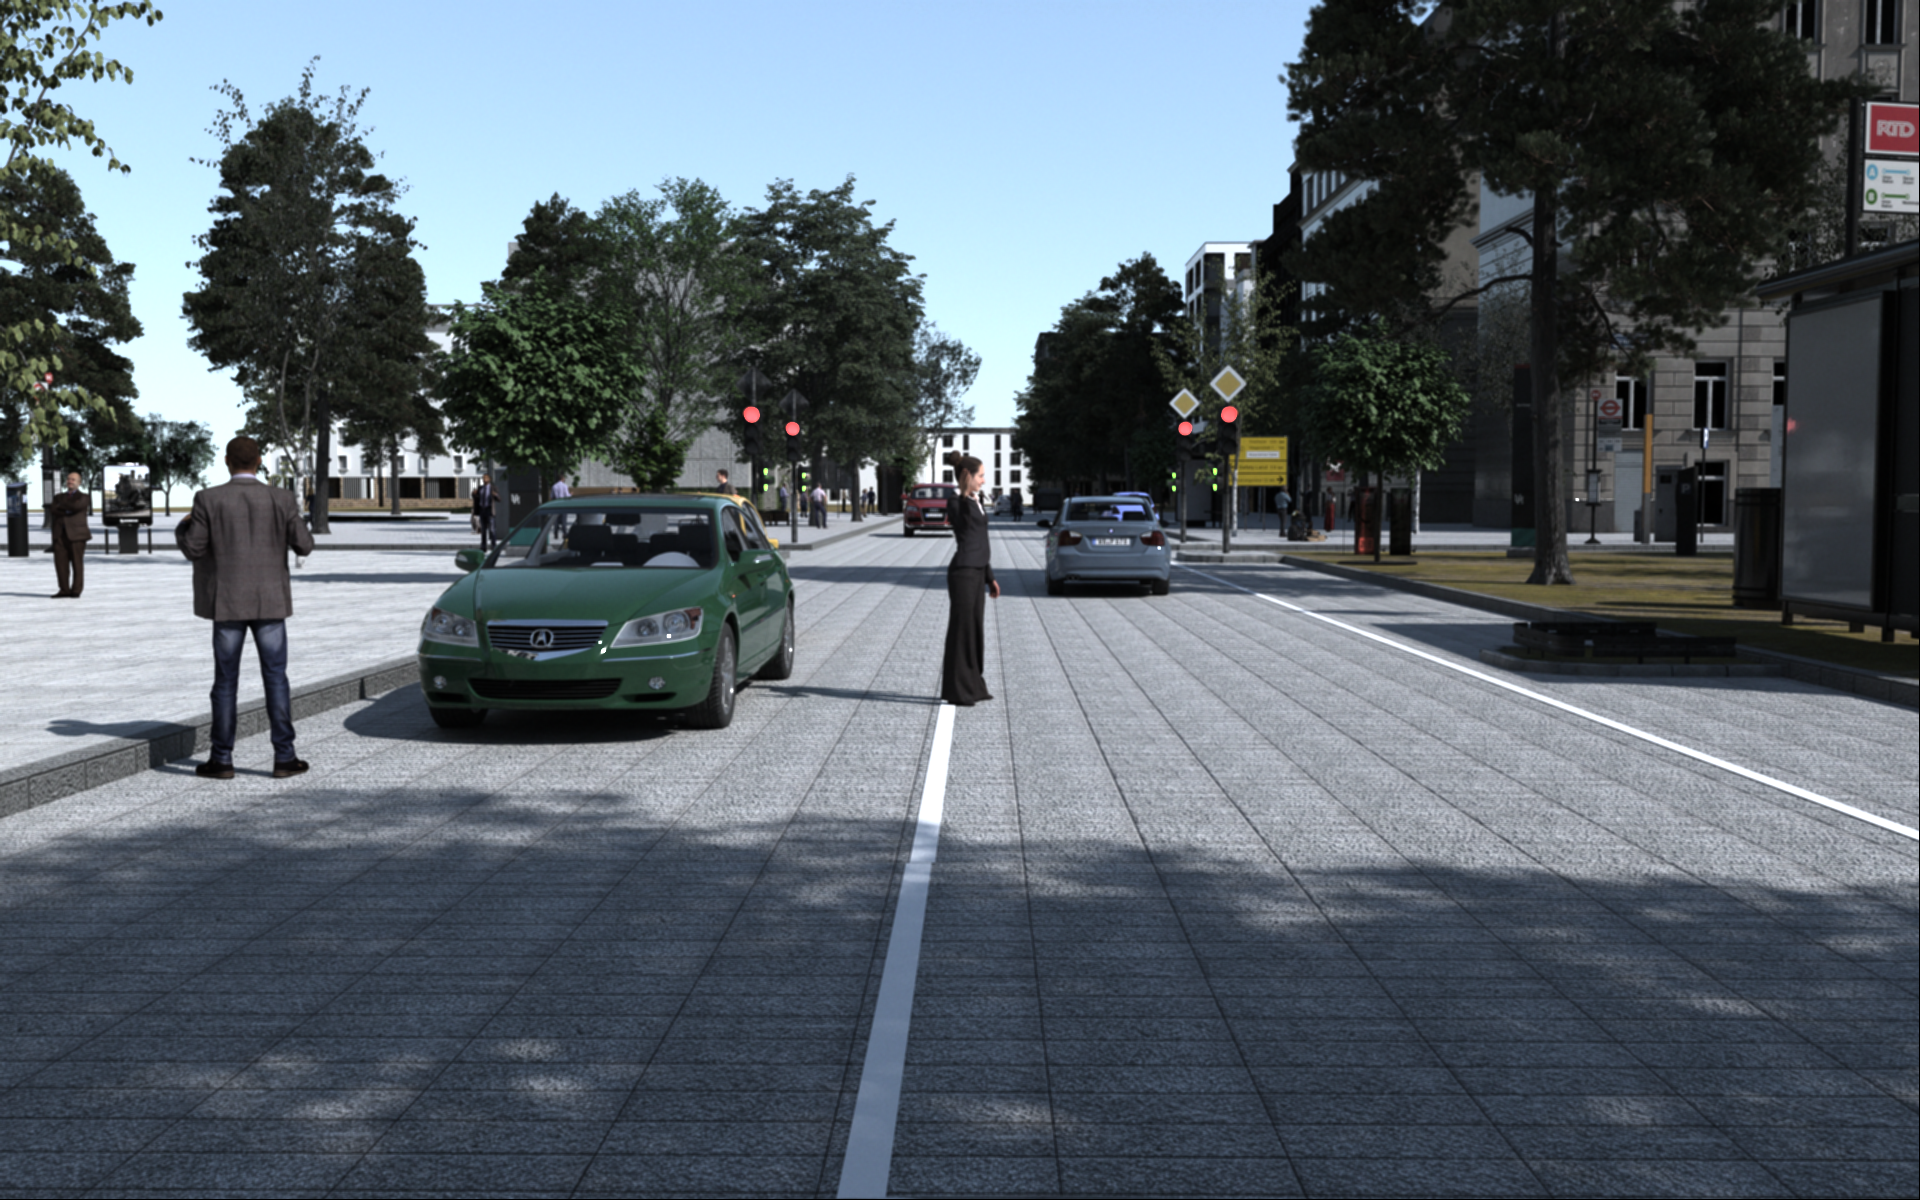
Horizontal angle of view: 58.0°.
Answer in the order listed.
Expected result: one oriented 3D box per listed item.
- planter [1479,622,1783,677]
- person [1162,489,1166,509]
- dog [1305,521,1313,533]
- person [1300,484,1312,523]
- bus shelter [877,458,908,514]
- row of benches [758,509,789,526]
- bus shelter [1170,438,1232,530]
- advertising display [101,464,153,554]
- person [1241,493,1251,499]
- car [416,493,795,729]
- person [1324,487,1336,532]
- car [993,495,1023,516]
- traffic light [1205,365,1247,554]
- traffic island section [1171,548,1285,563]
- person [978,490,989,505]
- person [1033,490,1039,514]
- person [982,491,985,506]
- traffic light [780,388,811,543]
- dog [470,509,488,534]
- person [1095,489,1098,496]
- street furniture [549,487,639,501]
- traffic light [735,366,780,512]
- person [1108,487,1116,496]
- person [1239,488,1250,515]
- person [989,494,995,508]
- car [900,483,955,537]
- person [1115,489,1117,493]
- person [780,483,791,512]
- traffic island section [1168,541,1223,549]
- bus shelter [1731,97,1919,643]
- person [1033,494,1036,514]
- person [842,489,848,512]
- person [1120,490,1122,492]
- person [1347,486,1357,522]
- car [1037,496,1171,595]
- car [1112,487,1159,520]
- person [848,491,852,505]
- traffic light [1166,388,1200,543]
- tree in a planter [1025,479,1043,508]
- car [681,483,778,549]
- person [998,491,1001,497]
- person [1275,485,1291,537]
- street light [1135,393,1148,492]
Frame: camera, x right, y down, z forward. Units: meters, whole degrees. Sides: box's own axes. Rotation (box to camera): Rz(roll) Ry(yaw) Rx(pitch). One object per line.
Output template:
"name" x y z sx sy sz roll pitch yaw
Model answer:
"planter" 5.468 0.404 14.542 1.991 0.319 1.994 0 4 1
"person" 17.716 -8.860 151.427 0.721 1.766 1.217 1 4 17
"dog" 11.384 -2.407 57.098 0.748 0.427 0.550 1 4 13
"person" 15.298 -4.285 76.911 0.742 1.727 0.445 2 4 34
"bus shelter" -4.422 -7.545 114.637 1.731 3.624 6.357 0 4 1
"row of benches" -7.988 -3.270 68.926 1.422 0.672 4.104 2 4 24
"bus shelter" 9.149 -4.344 64.942 2.014 3.302 5.546 0 4 1
"advertising display" -17.797 -1.945 37.015 0.974 1.923 0.123 -3 4 -39
"person" 20.333 -7.177 123.530 0.705 1.807 1.348 -1 4 -22
"car" -2.271 -0.019 12.115 2.131 1.459 4.920 0 4 2
"person" 12.546 -3.073 58.748 0.387 1.526 0.523 0 4 5
"car" 3.245 -6.361 116.365 2.083 1.381 4.827 0 4 -1
"traffic light" 5.727 -2.939 37.293 0.839 4.213 0.868 0 4 1
"traffic island section" 5.767 -0.925 37.406 2.009 0.180 2.903 0 4 1
"person" 1.568 -7.020 124.096 1.217 1.723 0.721 -2 4 -34
"person" 5.455 -7.035 124.436 0.541 1.710 0.530 -1 4 -18
"person" 2.240 -10.084 174.045 0.551 1.740 0.621 1 4 17
"traffic light" -4.330 -3.434 45.393 0.839 4.213 0.868 0 4 1
"dog" -15.394 -2.521 55.604 0.800 0.831 0.513 -2 4 -35
"person" 12.807 -9.444 161.169 0.721 1.736 1.217 0 4 -8
"street furniture" -23.021 -6.432 112.011 11.010 1.723 9.812 1 4 16
"traffic light" -4.433 -2.946 37.409 0.839 4.213 0.868 0 4 1
"person" 9.148 -5.951 104.253 0.541 1.710 0.530 -1 4 -10
"person" 17.574 -6.113 106.652 0.621 1.740 0.551 -1 4 -10
"person" 3.342 -10.319 180.454 0.697 1.427 0.421 0 4 -6
"car" -0.877 -3.077 58.981 2.281 1.827 5.304 0 4 -1
"person" 15.025 -9.823 166.654 0.705 1.824 1.348 0 4 -2
"person" -8.960 -5.099 89.277 0.599 1.838 0.709 -2 4 -30
"traffic island section" 5.871 -1.413 45.390 2.009 0.180 2.903 0 4 1
"bus shelter" 8.792 -2.303 15.280 2.179 5.291 8.768 0 4 1
"person" 5.265 -6.803 122.984 0.557 1.426 1.065 0 4 -3
"person" -8.213 -7.159 123.094 0.705 1.823 1.348 1 4 10
"person" 10.101 -6.171 109.211 0.482 1.546 0.388 3 5 39
"person" 18.155 -4.435 80.020 0.566 1.644 0.517 -1 4 -15
"car" 2.152 -0.847 25.851 2.014 1.417 4.499 0 4 2
"car" 5.885 -3.101 60.296 1.945 1.707 3.694 0 4 -1
"person" -12.623 -11.728 200.973 0.721 1.743 1.217 -3 4 -36
"traffic light" 5.831 -3.427 45.278 0.839 4.213 0.868 0 4 1
"tree in a planter" 7.542 -10.861 174.800 1.991 3.239 1.994 0 4 1
"car" -2.714 -0.405 16.838 2.015 1.641 3.980 0 3 0
"person" 4.060 -9.925 171.302 0.750 1.759 0.617 2 4 26
"person" 9.524 -2.621 51.106 0.429 1.552 0.499 0 4 -5
"street light" 8.318 -6.534 79.619 0.468 5.910 1.993 0 4 1
